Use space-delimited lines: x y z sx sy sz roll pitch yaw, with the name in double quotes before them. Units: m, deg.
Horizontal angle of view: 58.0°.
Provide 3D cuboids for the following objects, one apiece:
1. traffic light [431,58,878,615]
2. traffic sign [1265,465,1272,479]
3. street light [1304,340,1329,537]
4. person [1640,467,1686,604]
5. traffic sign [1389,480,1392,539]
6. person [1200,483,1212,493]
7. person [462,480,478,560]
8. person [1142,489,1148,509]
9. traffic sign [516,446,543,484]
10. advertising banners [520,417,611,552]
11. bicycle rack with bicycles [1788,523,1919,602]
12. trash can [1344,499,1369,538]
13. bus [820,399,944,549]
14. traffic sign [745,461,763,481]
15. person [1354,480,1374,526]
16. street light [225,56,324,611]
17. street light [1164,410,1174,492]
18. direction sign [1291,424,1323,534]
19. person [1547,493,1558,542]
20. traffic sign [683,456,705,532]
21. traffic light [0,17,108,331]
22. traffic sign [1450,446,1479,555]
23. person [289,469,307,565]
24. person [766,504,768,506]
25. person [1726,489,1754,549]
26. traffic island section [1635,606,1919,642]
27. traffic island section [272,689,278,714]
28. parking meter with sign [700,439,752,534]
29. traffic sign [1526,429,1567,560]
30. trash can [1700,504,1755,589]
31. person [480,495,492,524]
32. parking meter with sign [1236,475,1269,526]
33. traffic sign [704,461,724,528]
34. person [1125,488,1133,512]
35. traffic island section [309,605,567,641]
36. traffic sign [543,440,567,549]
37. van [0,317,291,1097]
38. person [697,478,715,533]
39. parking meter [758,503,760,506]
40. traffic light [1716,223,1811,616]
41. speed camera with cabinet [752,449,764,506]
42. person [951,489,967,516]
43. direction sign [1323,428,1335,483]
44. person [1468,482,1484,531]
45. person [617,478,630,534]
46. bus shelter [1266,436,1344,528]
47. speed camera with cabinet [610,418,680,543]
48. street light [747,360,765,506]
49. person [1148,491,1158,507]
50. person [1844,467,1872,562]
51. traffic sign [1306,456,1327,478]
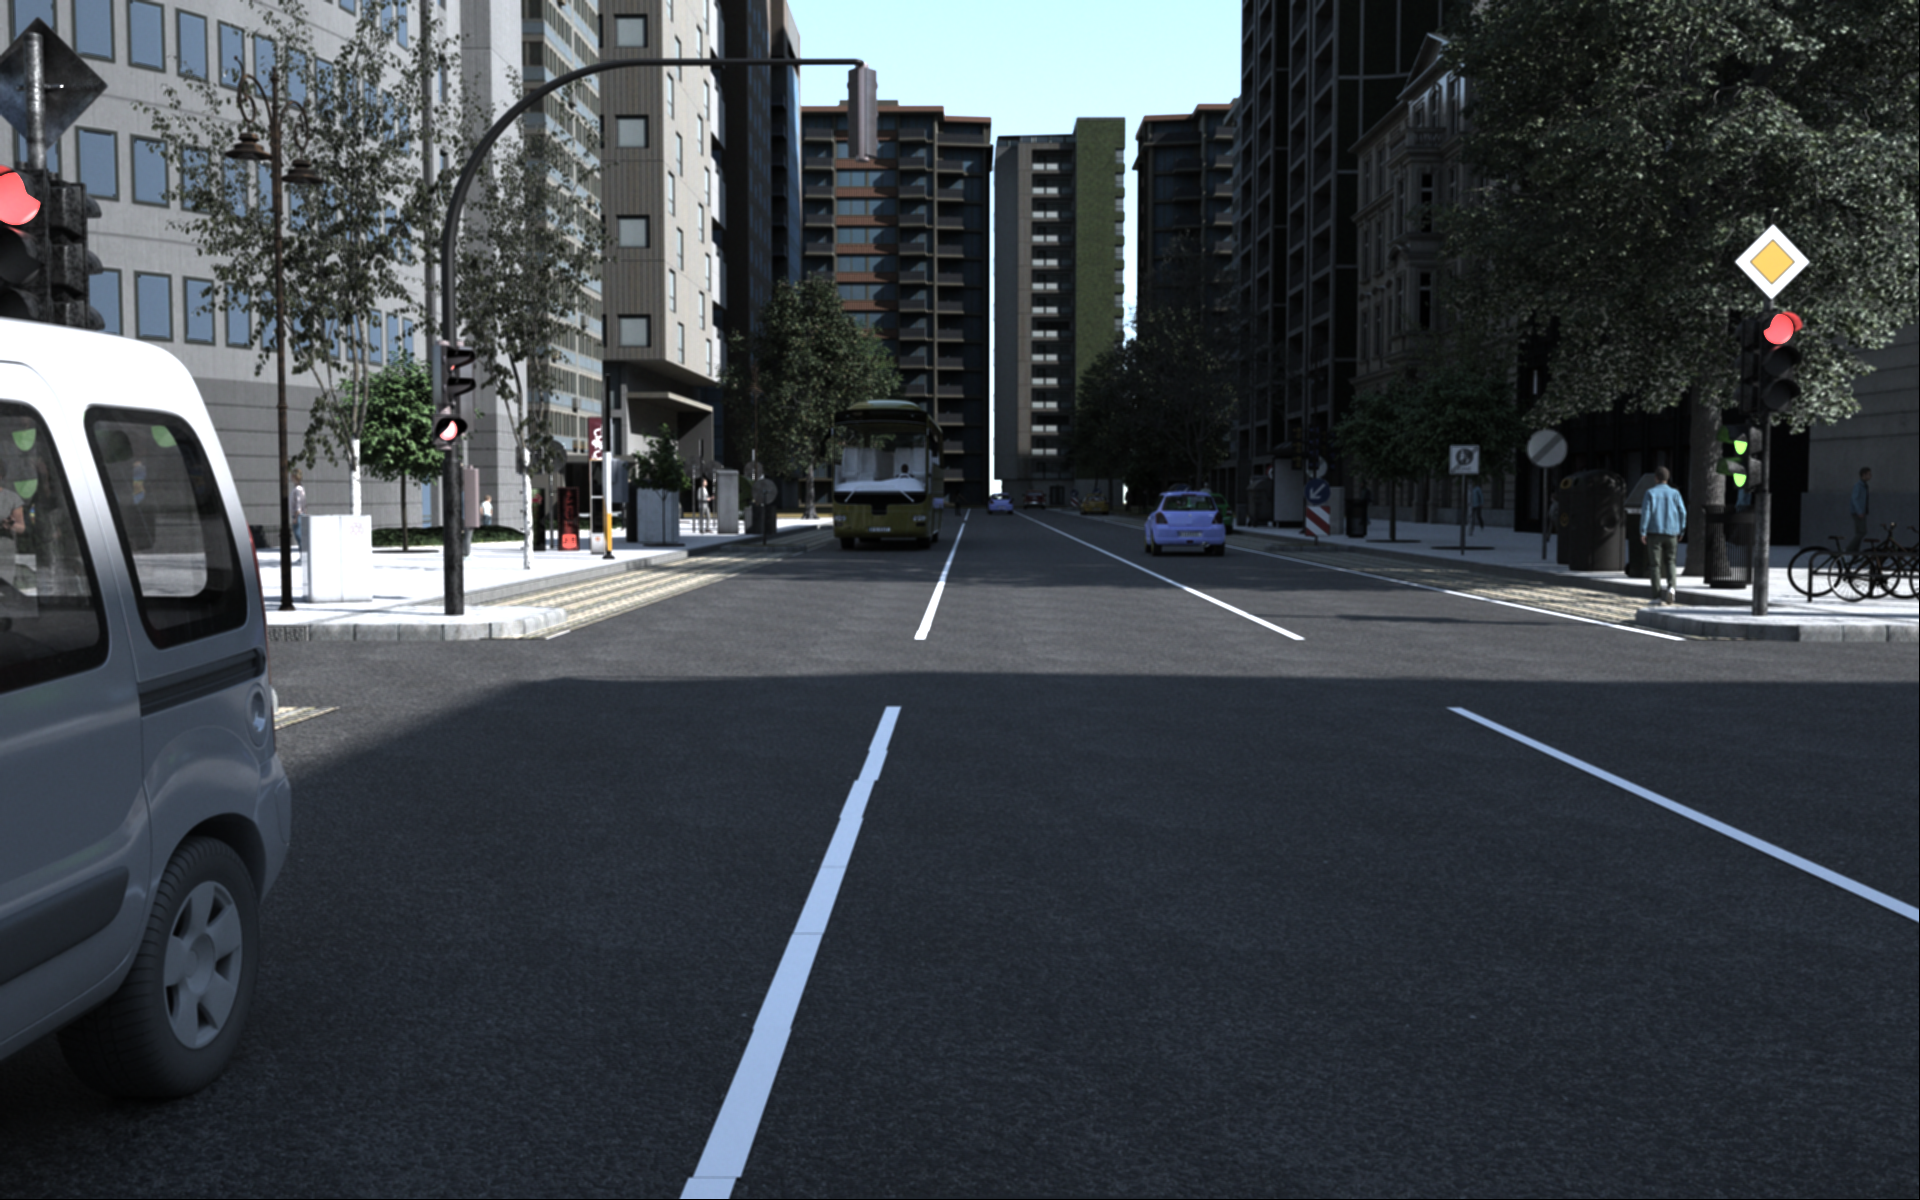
"traffic light" -3.253 -2.667 18.271 4.771 5.953 1.251 0 4 0
"traffic sign" 13.334 -4.488 73.487 0.768 2.556 0.104 0 4 4
"street light" 10.674 -4.848 52.046 0.468 5.910 1.993 0 4 0
"person" 9.048 -0.824 22.309 0.601 1.785 0.444 0 4 8
"traffic sign" 12.346 -3.033 49.593 0.884 2.594 0.081 1 4 10
"person" 10.669 -4.173 74.760 0.782 1.767 0.515 0 4 3
"person" -9.522 -1.570 33.524 0.330 1.601 0.589 -1 4 -23
"person" 15.288 -8.351 143.384 0.445 1.727 0.742 1 4 20
"traffic sign" -9.202 -2.134 37.026 0.606 2.300 0.079 1 4 9
"advertising banners" -8.849 -2.615 38.951 2.074 3.025 0.090 -2 4 -29
"bicycle rack with bicycles" 11.310 -0.443 20.626 2.852 0.926 2.925 -3 5 -40
"trash can" 11.666 -2.404 50.955 0.748 1.137 0.748 0 3 0
"bus" -1.887 -3.496 48.703 2.896 3.916 12.252 0 4 1
"traffic sign" -7.914 -4.051 66.332 0.768 2.556 0.104 1 4 10
"person" 16.167 -3.874 69.369 0.794 1.824 0.713 -3 5 -45
"street light" -7.416 -2.821 18.905 0.468 5.910 1.993 0 4 0
"street light" 11.163 -7.348 92.925 0.468 5.910 1.993 0 4 0
"direction sign" 11.151 -3.913 55.973 0.876 3.537 0.379 1 4 20
"person" 15.907 -2.201 46.304 0.640 1.303 0.475 -1 4 -21
"traffic sign" -8.896 -3.531 57.845 0.768 2.556 0.104 1 4 9
"traffic light" -5.415 -1.306 10.269 0.839 4.253 0.868 0 4 0
"traffic sign" 10.559 -2.092 36.327 0.606 2.300 0.079 0 4 5
"person" -11.908 -1.518 31.528 0.598 1.740 0.731 -2 4 -27
"person" -13.496 -6.937 119.981 1.217 1.766 0.721 2 4 32
"person" 18.405 -2.126 40.825 0.620 1.820 0.660 1 4 19
"traffic island section" 8.455 0.246 18.264 2.009 0.180 2.903 0 4 0
"traffic island section" -5.455 0.726 10.404 2.009 0.180 2.903 0 4 0
"parking meter with sign" -7.410 -3.612 55.314 1.738 3.016 0.543 -1 4 -11
"traffic sign" 11.464 -2.067 33.906 0.768 2.556 0.104 1 4 10
"trash can" 10.446 -0.726 23.529 0.748 1.137 0.748 0 3 0
"person" -13.960 -2.465 51.023 0.332 1.250 0.352 1 4 9
"parking meter with sign" 11.987 -4.478 69.478 1.738 3.016 0.543 0 4 -3
"traffic sign" -9.398 -4.038 66.133 0.768 2.556 0.104 1 4 10
"person" 12.154 -7.218 124.602 0.434 1.755 0.990 -2 4 -28
"traffic island section" -5.386 0.238 18.389 2.009 0.180 2.903 0 4 0
"traffic sign" -9.600 -2.480 40.659 0.768 2.556 0.104 0 4 5
"van" -2.675 0.256 2.825 2.013 2.044 4.112 0 4 2
"person" -8.404 -3.123 57.310 0.583 1.804 0.606 1 4 12
"parking meter" -7.799 -3.515 65.880 0.372 1.533 0.369 0 3 0
"traffic light" 8.415 -1.788 18.150 0.839 4.253 0.868 0 4 0
"speed camera with cabinet" -8.880 -4.983 75.801 0.660 3.252 2.038 0 4 -5
"person" -0.085 -6.379 113.517 1.217 1.735 0.721 3 4 36
"direction sign" 12.609 -4.127 59.471 0.876 3.537 0.379 -3 5 -44
"person" 17.864 -3.295 59.931 0.620 1.820 0.660 -3 5 -44
"person" -10.624 -3.018 55.568 0.728 1.800 0.709 -2 4 -35
"bus shelter" 12.571 -4.220 62.914 2.014 3.302 5.546 0 4 0
"speed camera with cabinet" -8.393 -3.112 45.211 2.038 3.252 0.660 0 4 7
"street light" -7.035 -5.315 59.689 0.468 5.910 1.993 0 4 0
"person" 19.430 -10.069 173.645 1.217 1.766 0.721 0 4 -3
"person" 16.996 -1.615 32.788 0.601 1.785 0.444 -3 5 -44
"traffic sign" 11.737 -3.493 57.221 0.768 2.556 0.104 1 4 9
